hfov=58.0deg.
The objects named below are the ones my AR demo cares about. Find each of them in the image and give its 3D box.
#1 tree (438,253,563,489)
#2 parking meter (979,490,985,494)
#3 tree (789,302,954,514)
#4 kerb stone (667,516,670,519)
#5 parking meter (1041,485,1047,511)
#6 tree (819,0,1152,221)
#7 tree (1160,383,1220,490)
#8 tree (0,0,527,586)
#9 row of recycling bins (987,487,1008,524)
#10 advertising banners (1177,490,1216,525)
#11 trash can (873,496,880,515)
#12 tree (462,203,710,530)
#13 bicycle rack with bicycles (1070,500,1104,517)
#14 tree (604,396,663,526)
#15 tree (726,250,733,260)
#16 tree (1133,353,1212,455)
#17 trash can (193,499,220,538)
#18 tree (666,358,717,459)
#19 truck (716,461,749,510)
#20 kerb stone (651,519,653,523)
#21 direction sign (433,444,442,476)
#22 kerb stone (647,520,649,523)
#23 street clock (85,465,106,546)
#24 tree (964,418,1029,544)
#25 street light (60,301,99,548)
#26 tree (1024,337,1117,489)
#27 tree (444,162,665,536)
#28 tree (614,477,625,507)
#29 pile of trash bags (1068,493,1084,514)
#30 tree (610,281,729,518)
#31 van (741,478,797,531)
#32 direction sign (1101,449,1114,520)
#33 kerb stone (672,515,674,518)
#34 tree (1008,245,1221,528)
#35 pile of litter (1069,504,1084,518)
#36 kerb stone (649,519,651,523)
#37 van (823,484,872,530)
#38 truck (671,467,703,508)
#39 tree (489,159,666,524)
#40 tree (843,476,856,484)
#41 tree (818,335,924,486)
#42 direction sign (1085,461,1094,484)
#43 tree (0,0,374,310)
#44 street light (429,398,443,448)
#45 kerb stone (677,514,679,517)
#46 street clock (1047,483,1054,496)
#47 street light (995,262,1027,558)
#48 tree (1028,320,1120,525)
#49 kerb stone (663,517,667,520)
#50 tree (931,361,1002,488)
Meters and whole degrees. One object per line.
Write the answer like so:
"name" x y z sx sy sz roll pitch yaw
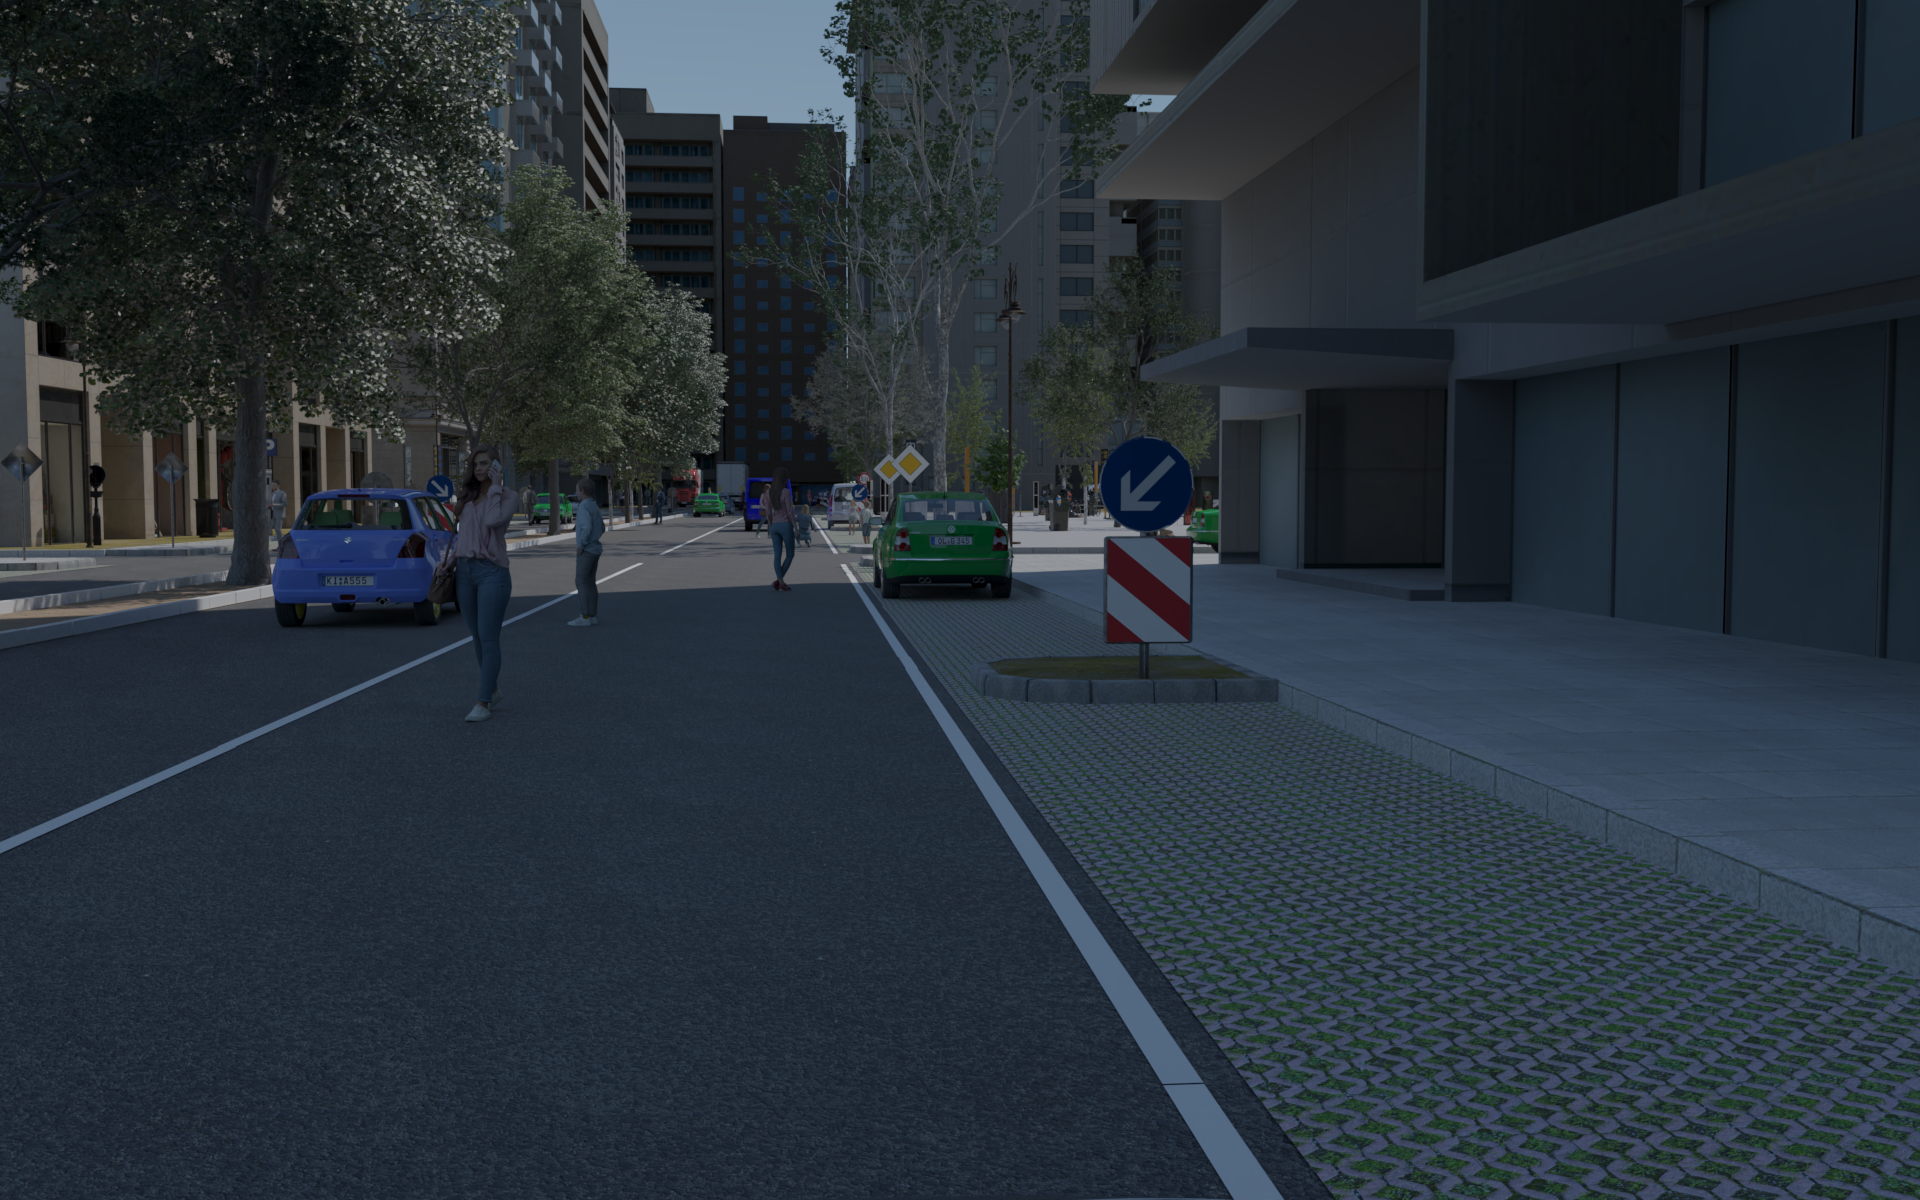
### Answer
"tree" -13.712 -6.035 51.491 4.360 8.622 3.978 0 3 0
"parking meter" 1.458 -6.543 115.384 0.372 1.533 0.369 0 3 0
"tree" -5.798 -12.263 110.866 12.009 13.543 11.850 0 3 0
"kerb stone" -16.523 -4.584 97.183 0.120 0.150 1.000 0 4 -5
"parking meter" 5.331 -6.366 109.794 0.399 1.863 0.255 0 4 -4
"tree" -0.018 -12.065 53.155 12.611 20.169 13.585 0 3 0
"tree" 14.508 -9.887 112.022 4.737 8.622 4.395 0 3 0
"tree" -11.207 -7.208 26.959 9.857 13.997 8.962 0 3 0
"row of recycling bins" 1.676 -4.262 76.801 1.069 1.692 3.534 0 4 0
"advertising banners" 9.467 -4.589 71.220 2.074 3.025 0.090 0 3 0
"trash can" -4.895 -5.650 104.027 0.748 1.137 0.748 0 3 0
"tree" -14.835 -9.088 68.050 9.611 12.733 9.660 0 3 0
"bicycle rack with bicycles" 6.984 -5.250 99.225 2.852 0.926 2.925 2 4 28
"tree" -15.529 -7.587 76.859 4.737 8.622 4.395 0 3 0
"tree" -4.824 -14.103 86.478 12.611 20.169 13.585 0 3 0
"tree" 10.564 -8.328 86.522 4.360 8.622 3.978 0 3 0
"trash can" -22.108 -2.397 50.850 0.748 1.137 0.748 0 3 0
"tree" -15.929 -8.941 83.047 8.767 10.594 7.601 0 4 -5
"truck" -20.142 -10.132 154.566 2.839 4.237 11.283 0 4 -4
"kerb stone" -15.466 -3.892 85.942 0.120 0.150 1.000 0 4 -5
"direction sign" -23.955 -5.350 79.466 0.379 3.537 0.876 0 4 5
"kerb stone" -15.274 -3.773 83.892 0.120 0.150 1.000 0 4 -5
"street clock" -21.528 -2.361 43.166 0.471 2.002 0.358 -2 4 -24
"tree" 0.916 -3.050 44.464 1.663 3.219 1.824 0 3 0
"street light" -20.816 -4.187 41.244 0.468 5.910 1.993 0 4 -5
"tree" 4.931 -7.825 78.306 4.360 8.622 3.978 0 3 0
"tree" -14.062 -8.494 59.456 7.486 12.596 7.792 0 3 0
"tree" -34.695 -11.102 176.116 1.663 3.219 1.824 0 3 0
"pile of trash bags" 7.544 -6.452 115.235 1.912 1.369 3.447 -1 4 -13
"tree" -18.308 -11.928 104.141 9.857 13.997 8.962 0 3 0
"van" -7.548 -3.920 68.476 2.240 2.365 5.245 0 4 -6
"direction sign" 7.499 -5.797 86.781 0.876 3.537 0.379 1 4 12
"kerb stone" -16.814 -4.773 100.241 0.120 0.150 1.000 0 4 -5
"tree" 6.039 -8.033 65.750 8.767 10.594 7.601 0 4 -5
"pile of litter" 6.135 -4.878 93.724 1.176 0.858 1.719 0 4 -1
"kerb stone" -15.375 -3.835 84.909 0.120 0.150 1.000 0 4 -5
"van" -4.583 -3.896 70.715 2.013 2.044 4.112 0 4 -5
"truck" -28.915 -11.939 184.119 2.839 4.237 11.283 0 4 -4
"tree" -12.484 -6.615 45.018 8.767 10.594 7.601 0 4 -5
"tree" -10.364 -10.017 158.385 1.663 3.219 1.824 0 3 0
"tree" -6.365 -12.511 122.680 7.486 12.596 7.792 0 3 0
"direction sign" 8.787 -7.682 117.597 0.379 3.537 0.876 -3 4 -38
"tree" -10.000 -4.941 17.658 8.767 10.594 7.601 0 4 -5
"street light" -24.538 -6.637 81.307 0.468 5.910 1.993 0 4 -5
"kerb stone" -17.199 -5.022 104.315 0.120 0.150 1.000 0 4 -5
"street clock" 5.983 -6.746 114.863 0.358 2.002 0.471 3 4 36
"street light" 1.006 -3.785 34.677 0.468 5.910 1.993 0 4 -5
"tree" 5.058 -7.471 72.511 4.737 8.622 4.395 0 3 0
"kerb stone" -16.339 -4.455 95.137 0.120 0.150 1.000 0 4 -5
"tree" 0.383 -8.929 96.358 4.737 8.622 4.395 0 3 0
